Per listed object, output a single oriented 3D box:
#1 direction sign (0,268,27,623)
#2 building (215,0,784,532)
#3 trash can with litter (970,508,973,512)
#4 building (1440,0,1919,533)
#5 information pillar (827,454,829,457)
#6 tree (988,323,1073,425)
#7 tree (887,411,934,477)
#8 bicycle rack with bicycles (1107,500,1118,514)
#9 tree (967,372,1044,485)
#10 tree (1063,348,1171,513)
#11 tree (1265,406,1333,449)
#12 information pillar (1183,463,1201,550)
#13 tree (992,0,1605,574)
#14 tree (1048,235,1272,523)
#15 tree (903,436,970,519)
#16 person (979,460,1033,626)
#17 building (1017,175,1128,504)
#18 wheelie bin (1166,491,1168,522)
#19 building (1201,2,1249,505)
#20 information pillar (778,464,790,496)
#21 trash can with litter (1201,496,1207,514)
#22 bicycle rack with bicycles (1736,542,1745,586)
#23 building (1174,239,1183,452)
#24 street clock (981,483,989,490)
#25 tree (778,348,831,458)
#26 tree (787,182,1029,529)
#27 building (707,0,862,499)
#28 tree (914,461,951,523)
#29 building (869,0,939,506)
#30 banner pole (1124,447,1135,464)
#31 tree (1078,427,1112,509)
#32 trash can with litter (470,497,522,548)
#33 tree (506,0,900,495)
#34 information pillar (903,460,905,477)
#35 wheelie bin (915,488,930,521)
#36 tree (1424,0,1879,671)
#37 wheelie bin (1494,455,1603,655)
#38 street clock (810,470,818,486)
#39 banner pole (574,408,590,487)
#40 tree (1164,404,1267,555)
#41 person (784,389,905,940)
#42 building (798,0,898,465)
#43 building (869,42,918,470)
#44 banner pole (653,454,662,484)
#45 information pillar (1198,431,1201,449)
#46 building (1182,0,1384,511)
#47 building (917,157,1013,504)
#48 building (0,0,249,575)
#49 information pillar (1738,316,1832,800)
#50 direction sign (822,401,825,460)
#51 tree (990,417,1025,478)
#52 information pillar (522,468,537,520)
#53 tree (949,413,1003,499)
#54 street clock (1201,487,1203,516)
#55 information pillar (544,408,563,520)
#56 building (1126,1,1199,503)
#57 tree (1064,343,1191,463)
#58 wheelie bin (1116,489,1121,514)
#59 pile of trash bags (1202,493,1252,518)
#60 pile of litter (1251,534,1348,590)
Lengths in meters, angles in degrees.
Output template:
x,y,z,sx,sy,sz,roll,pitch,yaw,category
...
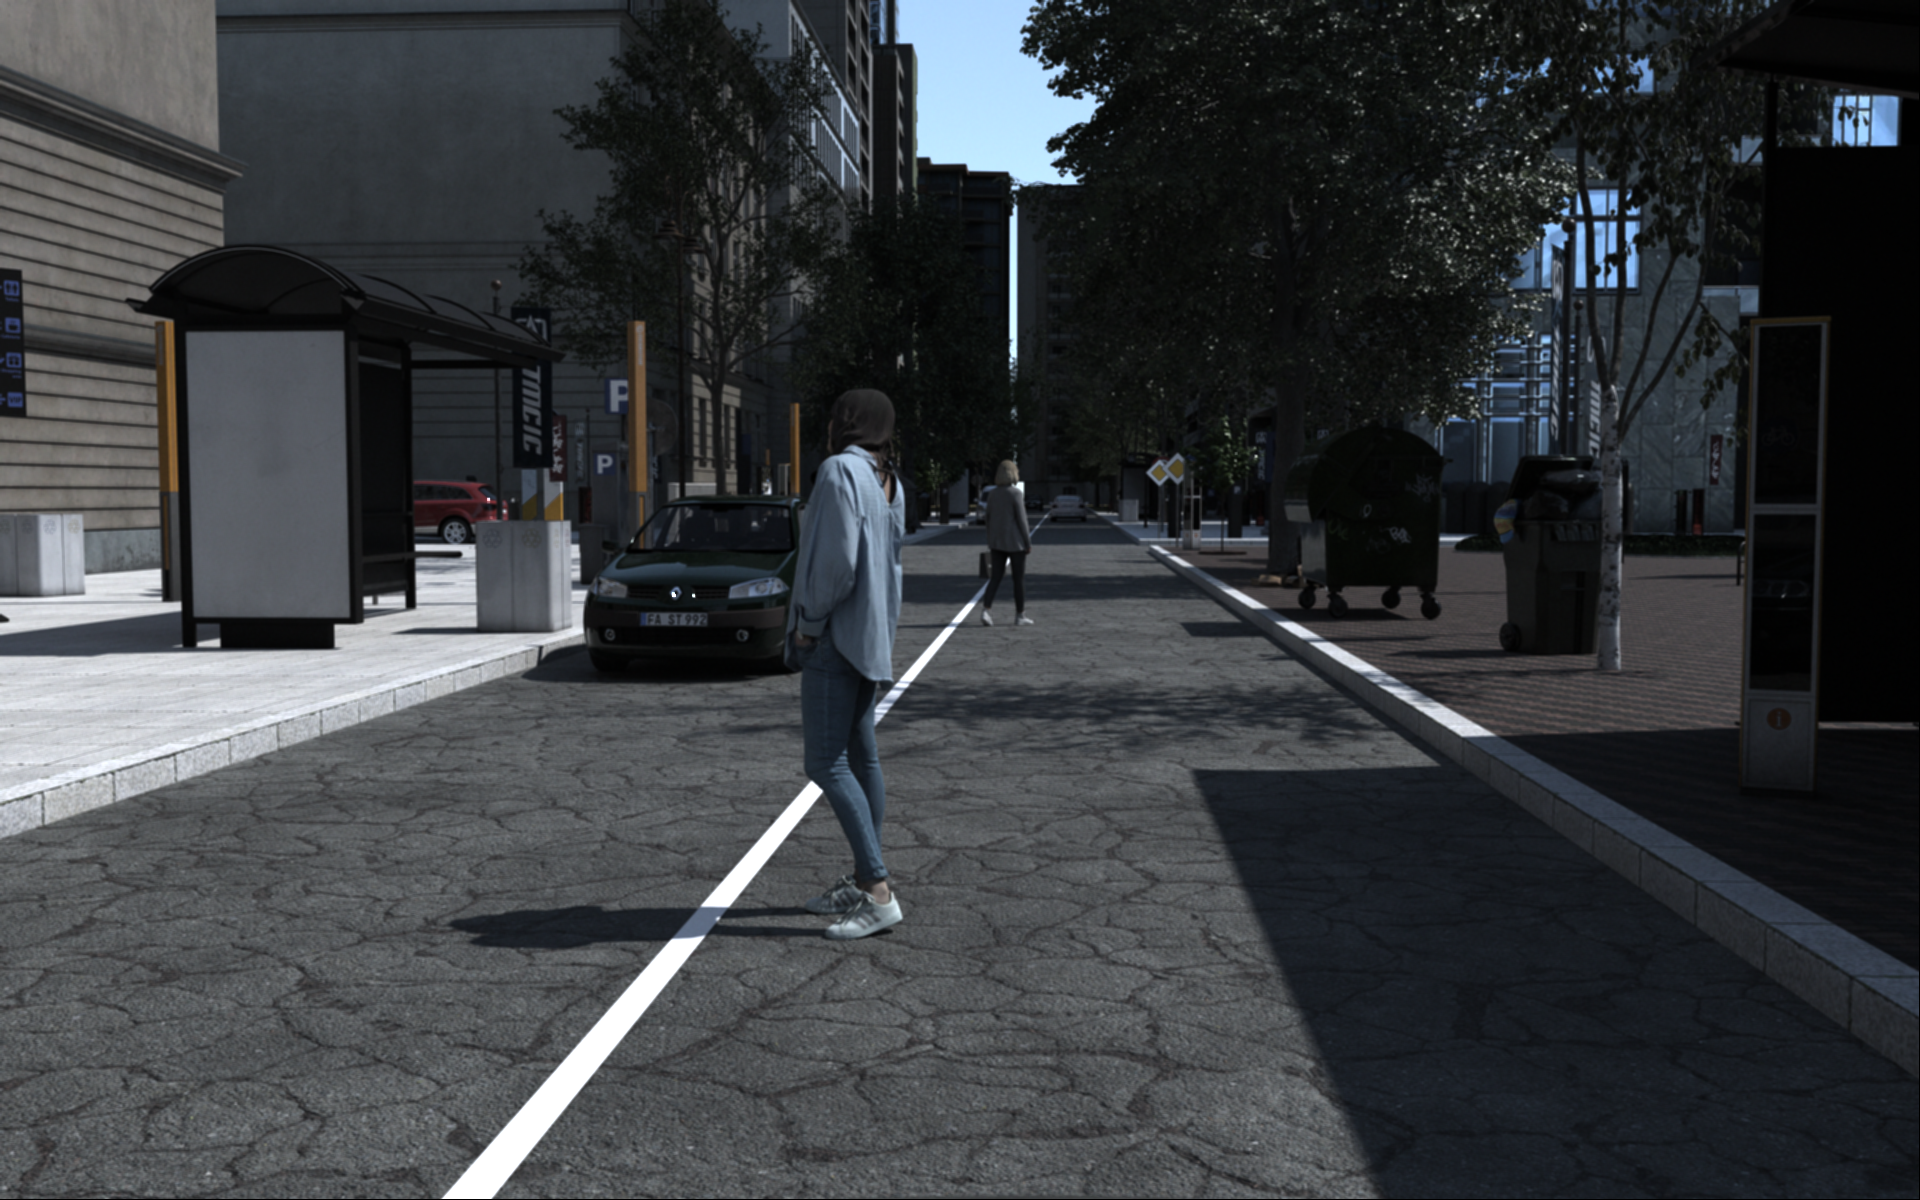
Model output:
x,y,z,sx,sy,sz,roll,pitch,yaw,category
-9.737,-1.544,17.240,0.379,3.537,0.876,3,4,36,direction sign
-17.780,-14.664,73.045,16.112,22.955,30.059,0,4,3,building
0.342,-6.784,122.313,1.055,1.170,0.624,-1,4,-19,trash can with litter
30.922,-45.996,64.703,31.000,86.520,22.319,0,4,3,building
-6.466,-5.714,84.773,0.183,3.616,0.504,0,4,-5,information pillar
6.688,-20.513,191.270,12.611,20.169,13.585,0,3,0,tree
-3.381,-9.475,105.282,4.737,8.622,4.395,0,3,0,tree
10.795,-6.005,111.557,2.852,0.926,2.925,0,4,-5,bicycle rack with bicycles
2.688,-12.860,136.015,9.928,11.665,9.643,0,3,0,tree
12.610,-13.398,137.185,7.486,12.596,7.792,0,3,0,tree
12.394,-4.801,62.212,4.285,4.588,4.351,0,3,0,tree
5.317,-2.153,39.693,0.304,2.012,0.304,-3,4,-37,information pillar
5.419,-7.402,27.674,9.857,13.997,8.962,0,3,0,tree
9.170,-10.175,76.728,12.009,13.543,11.850,0,3,0,tree
-1.192,-6.389,88.171,4.285,4.588,4.351,0,3,0,tree
0.444,-0.625,18.894,0.709,1.800,0.728,3,5,42,person
14.292,-32.951,222.338,14.086,41.232,14.154,0,4,3,building
9.733,-4.371,79.375,0.980,1.594,0.693,2,4,33,wheelie bin
31.316,-29.738,140.839,22.147,44.769,28.867,0,4,3,building
-4.220,-2.312,42.300,0.304,2.012,0.304,-3,5,-43,information pillar
14.641,-5.551,102.146,0.624,1.170,1.055,-1,4,-18,trash can with litter
12.320,-0.647,23.962,2.925,0.926,2.852,-2,4,-34,bicycle rack with bicycles
29.822,-25.245,184.452,14.160,30.474,14.107,0,4,3,building
1.588,-6.455,110.103,0.471,2.002,0.358,-2,4,-35,street clock
-5.608,-7.640,75.272,4.360,8.622,3.978,0,3,0,tree
-1.963,-8.994,64.066,9.611,12.733,9.660,0,3,0,tree
-13.065,-19.877,102.483,11.434,29.767,29.804,0,4,3,building
-1.444,-4.997,76.306,1.663,3.219,1.824,0,3,0,tree
-18.530,-53.129,181.337,31.000,86.520,22.319,0,4,3,building
8.982,-6.246,92.133,0.863,3.779,0.401,3,5,39,banner pole
12.384,-12.317,151.746,4.360,8.622,3.978,0,3,0,tree
-10.432,-1.816,40.755,1.678,1.210,2.233,-3,4,-37,trash can with litter
-4.715,-5.964,31.921,7.601,10.594,8.767,-2,4,-26,tree
-3.066,-6.651,100.095,0.504,3.616,0.183,0,4,8,information pillar
-1.888,-4.528,81.933,0.980,1.594,0.693,1,4,20,wheelie bin
4.830,-3.780,12.172,4.360,8.622,3.978,0,3,0,tree
4.837,-0.373,13.999,0.980,1.594,0.693,-1,4,-13,wheelie bin
-4.336,-2.976,53.224,0.471,2.002,0.358,1,4,14,street clock
-11.004,-3.709,50.652,0.863,3.779,0.401,3,5,40,banner pole
5.493,-2.594,37.020,1.663,3.219,1.824,0,3,0,tree
-0.354,0.179,5.837,0.793,1.790,0.793,-1,4,-17,person
-15.519,-42.615,135.009,20.563,71.187,20.611,0,4,3,building
-11.298,-28.716,153.104,14.154,41.232,14.086,0,4,3,building
-9.386,-3.804,52.208,0.863,3.779,0.401,0,4,-7,banner pole
8.860,-4.457,64.222,0.183,3.616,0.504,1,4,9,information pillar
32.898,-33.160,165.861,21.300,48.544,21.600,0,4,3,building
-7.655,-35.075,228.104,28.867,44.769,22.147,0,4,3,building
-30.774,-12.756,27.648,34.723,24.649,14.460,0,4,3,building
3.507,-0.176,7.376,0.304,2.012,0.304,2,4,25,information pillar
-3.371,-3.104,42.744,0.379,3.537,0.876,0,4,-8,direction sign
4.409,-13.009,163.053,4.737,8.622,4.395,0,3,0,tree
-14.370,-4.058,57.700,0.504,3.616,0.183,-1,4,-18,information pillar
1.240,-10.443,121.105,4.360,8.622,3.978,0,3,0,tree
14.057,-5.913,101.241,0.358,2.002,0.471,0,4,5,street clock
-10.203,-3.181,43.366,0.504,3.616,0.183,1,4,15,information pillar
31.806,-48.035,223.622,20.611,71.187,20.563,0,4,3,building
10.594,-11.121,107.583,9.928,11.665,9.643,0,3,0,tree
10.685,-6.456,113.463,0.693,1.594,0.980,3,5,40,wheelie bin
14.587,-5.117,93.422,1.912,1.369,3.447,-2,4,-32,pile of trash bags
4.682,-0.609,23.922,1.176,0.858,1.719,0,4,-8,pile of litter
